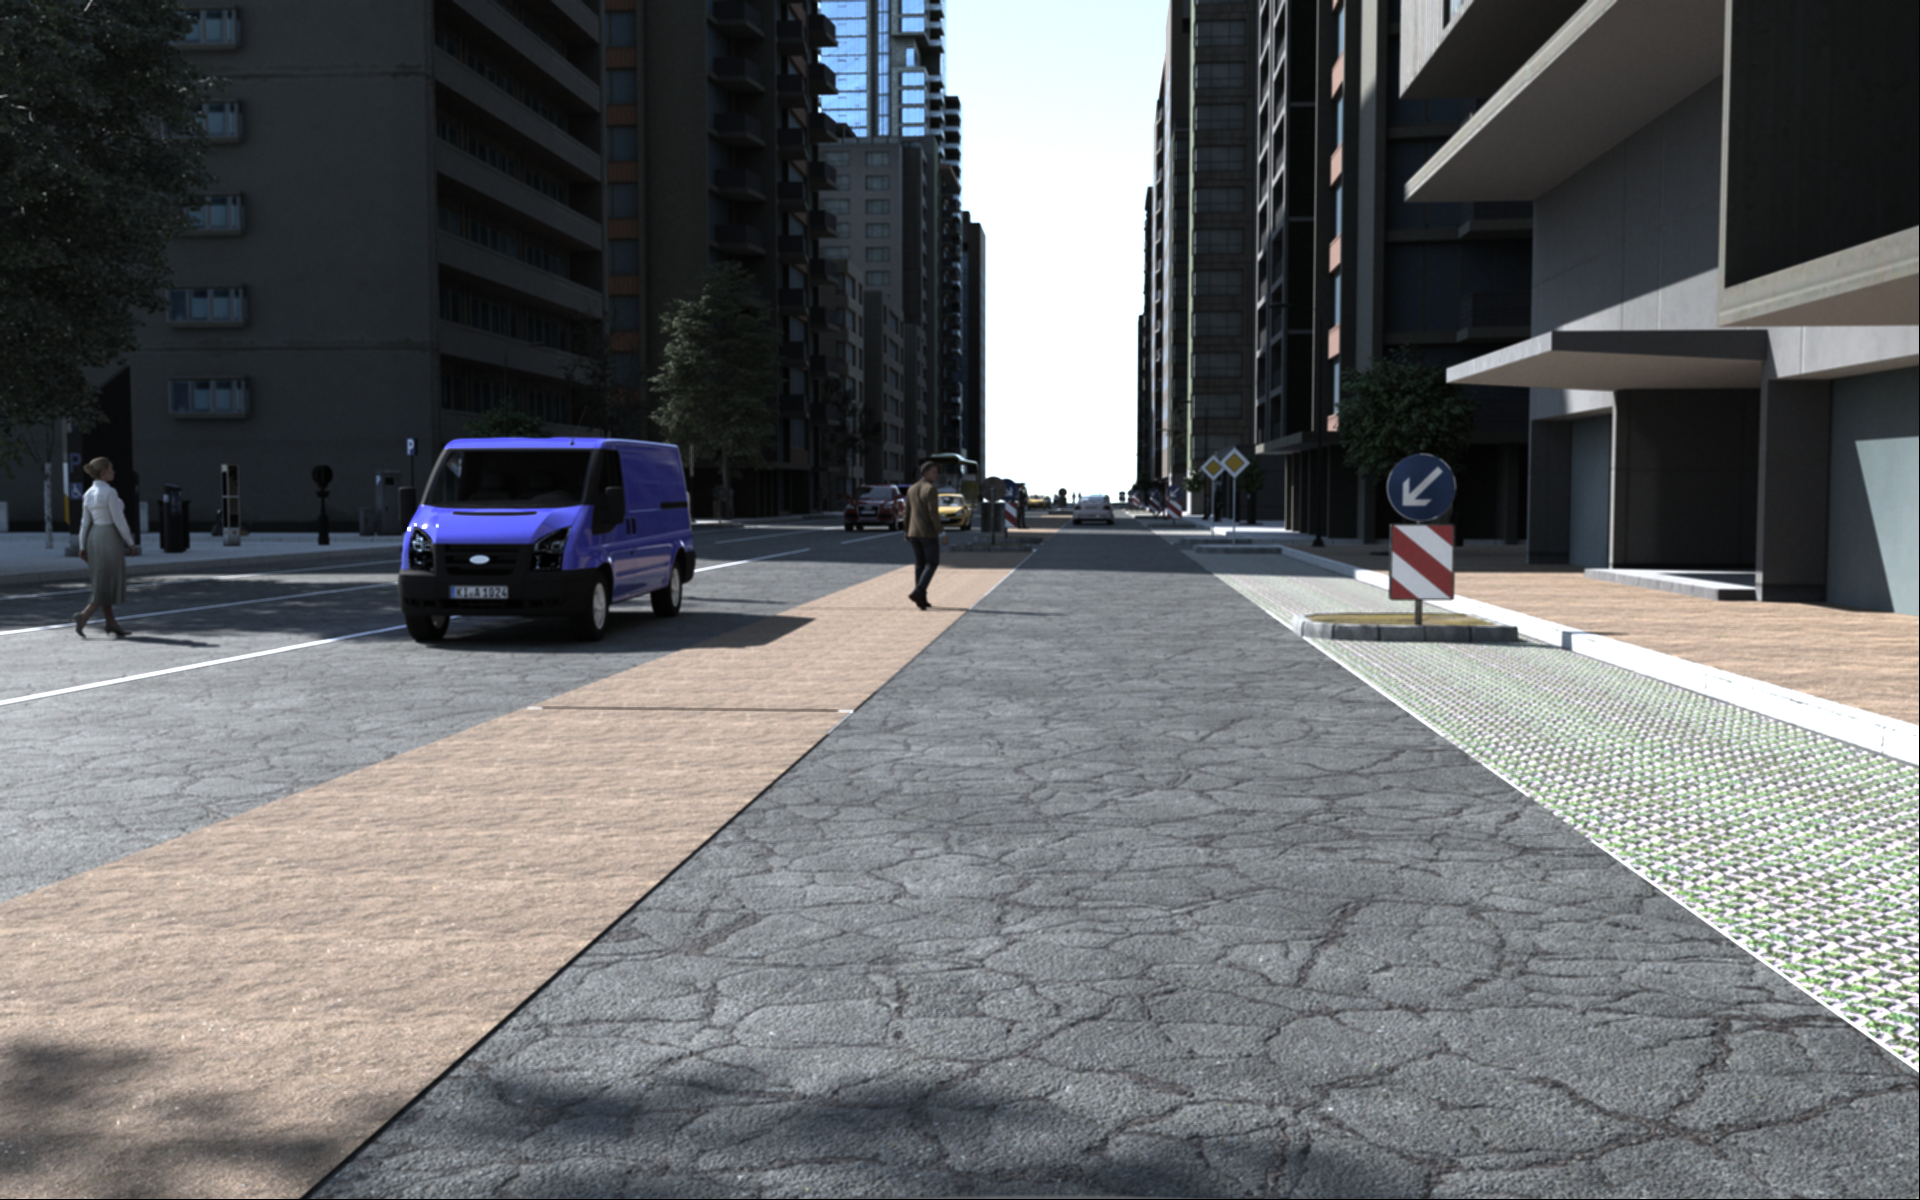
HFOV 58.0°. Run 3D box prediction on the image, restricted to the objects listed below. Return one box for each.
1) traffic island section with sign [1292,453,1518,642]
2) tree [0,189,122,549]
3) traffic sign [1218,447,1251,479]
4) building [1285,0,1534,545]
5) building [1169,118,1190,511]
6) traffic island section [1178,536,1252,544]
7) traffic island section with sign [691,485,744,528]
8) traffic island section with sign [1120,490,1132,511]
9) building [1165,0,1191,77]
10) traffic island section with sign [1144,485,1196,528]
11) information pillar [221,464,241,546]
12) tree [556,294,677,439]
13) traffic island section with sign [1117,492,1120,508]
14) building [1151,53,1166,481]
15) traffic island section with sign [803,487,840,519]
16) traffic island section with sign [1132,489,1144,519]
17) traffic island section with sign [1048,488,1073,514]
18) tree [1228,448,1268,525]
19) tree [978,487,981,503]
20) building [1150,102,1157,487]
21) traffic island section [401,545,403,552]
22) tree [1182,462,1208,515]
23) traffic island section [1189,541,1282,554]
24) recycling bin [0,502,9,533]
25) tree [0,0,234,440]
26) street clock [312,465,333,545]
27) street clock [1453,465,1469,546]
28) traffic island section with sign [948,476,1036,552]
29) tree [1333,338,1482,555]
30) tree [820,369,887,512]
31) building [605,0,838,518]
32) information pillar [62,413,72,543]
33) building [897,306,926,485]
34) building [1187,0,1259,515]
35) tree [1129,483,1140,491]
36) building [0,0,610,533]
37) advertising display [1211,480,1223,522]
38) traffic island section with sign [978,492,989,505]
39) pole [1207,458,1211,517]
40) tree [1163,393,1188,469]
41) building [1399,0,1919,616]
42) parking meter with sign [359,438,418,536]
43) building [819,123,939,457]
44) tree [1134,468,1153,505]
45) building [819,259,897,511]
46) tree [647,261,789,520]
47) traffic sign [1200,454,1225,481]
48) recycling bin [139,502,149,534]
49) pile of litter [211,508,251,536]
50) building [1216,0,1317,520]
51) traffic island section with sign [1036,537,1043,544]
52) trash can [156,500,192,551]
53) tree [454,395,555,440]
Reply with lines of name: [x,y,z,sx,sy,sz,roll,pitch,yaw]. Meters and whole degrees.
traffic island section with sign: [4.442,-0.550,17.627,1.989,1.847,2.006,0,4,5]
tree: [-21.569,-5.503,40.338,4.737,8.622,4.395,0,3,0]
traffic sign: [6.773,-2.475,42.650,0.795,2.593,0.064,0,4,5]
building: [24.633,-24.539,55.842,28.867,44.769,22.147,0,4,5]
building: [23.477,-22.274,135.886,14.160,30.474,14.107,0,4,5]
traffic island section: [7.440,-1.738,50.690,2.009,0.180,2.903,0,4,5]
traffic island section with sign: [-10.357,-4.018,74.330,1.989,1.847,2.006,0,4,5]
traffic island section with sign: [15.109,-8.633,149.782,1.989,1.847,2.006,0,4,5]
building: [24.765,-30.544,149.502,14.600,45.320,14.200,0,4,5]
traffic island section with sign: [8.959,-3.970,73.542,1.989,1.847,2.006,0,4,5]
information pillar: [-17.994,-2.340,42.744,0.304,2.012,0.304,3,5,41]
tree: [-12.980,-6.983,64.542,4.360,8.622,3.978,0,3,0]
traffic island section with sign: [17.333,-10.317,177.317,1.989,1.847,2.006,0,4,5]
building: [30.604,-31.559,170.613,22.147,44.769,28.867,0,4,5]
traffic island section with sign: [-8.128,-5.709,101.968,1.989,1.847,2.006,0,4,5]
traffic island section with sign: [11.137,-5.614,100.410,1.989,1.847,2.006,0,4,5]
traffic island section with sign: [7.429,-7.192,125.733,2.006,1.907,1.989,0,4,5]
tree: [12.056,-4.771,72.605,1.663,3.219,1.824,0,3,0]
tree: [2.444,-16.010,256.370,1.663,3.219,1.824,0,3,0]
building: [28.454,-33.176,192.537,14.600,45.320,14.200,0,4,5]
traffic island section: [-12.780,-1.347,44.309,2.009,0.180,2.903,0,4,5]
tree: [14.255,-6.779,105.440,1.663,3.219,1.824,0,3,0]
traffic island section: [6.797,-1.251,42.731,2.009,0.180,2.903,0,4,5]
recycling bin: [-31.905,-2.738,57.315,0.722,1.027,0.722,-2,4,-27]
tree: [-16.432,-7.413,27.858,9.857,13.997,8.962,0,3,0]
street clock: [-16.064,-2.392,43.678,0.358,2.002,0.471,2,4,29]
street clock: [12.253,-2.324,42.575,0.358,2.002,0.471,-1,4,-20]
traffic island section with sign: [0.790,-2.160,43.453,2.006,1.907,1.989,0,4,5]
tree: [9.378,-3.234,36.585,4.285,4.588,4.351,0,3,0]
tree: [-9.179,-11.574,123.644,8.767,10.594,7.601,1,4,10]
building: [-19.374,-27.511,104.432,22.147,44.769,28.867,0,4,5]
information pillar: [-23.397,-3.321,45.659,0.504,3.616,0.183,1,4,14]
building: [-18.633,-19.984,171.775,27.650,21.520,28.899,0,4,5]
building: [21.913,-26.249,112.770,14.154,41.232,14.086,0,4,5]
tree: [26.831,-16.681,267.330,1.663,3.219,1.824,0,3,0]
building: [-27.183,-27.117,67.059,21.300,48.544,21.600,0,4,5]
advertising display: [11.867,-4.573,79.975,0.123,1.923,0.974,2,4,32]
traffic island section with sign: [2.512,-13.782,233.967,1.989,1.847,2.006,0,4,5]
pole: [14.193,-6.410,98.651,0.158,3.312,0.155,0,3,0]
tree: [17.124,-10.828,127.402,4.360,8.622,3.978,0,3,0]
building: [20.519,-26.183,17.325,28.713,52.752,27.495,0,4,5]
parking meter with sign: [-17.610,-3.489,53.306,0.543,3.016,1.738,3,5,44]
building: [-10.010,-31.127,192.528,14.154,41.232,14.086,0,4,5]
tree: [22.594,-13.775,208.941,4.285,4.588,4.351,0,3,0]
building: [-20.852,-18.217,142.879,27.650,21.520,28.899,0,4,5]
tree: [-11.748,-10.178,84.544,7.486,12.596,7.792,0,3,0]
traffic sign: [7.416,-2.961,50.609,0.795,2.593,0.064,0,4,5]
recycling bin: [-26.927,-2.690,56.529,0.722,1.027,0.722,-2,4,-32]
pile of litter: [-22.383,-2.405,53.294,1.176,0.858,1.719,1,4,10]
building: [24.013,-39.636,86.304,20.563,71.187,20.611,0,4,5]
traffic island section with sign: [1.395,-2.612,50.836,2.006,1.907,1.989,0,4,5]
trash can: [-17.599,-1.660,38.799,0.748,1.137,0.748,0,3,0]
tree: [-15.033,-4.505,57.376,4.285,4.588,4.351,0,3,0]
